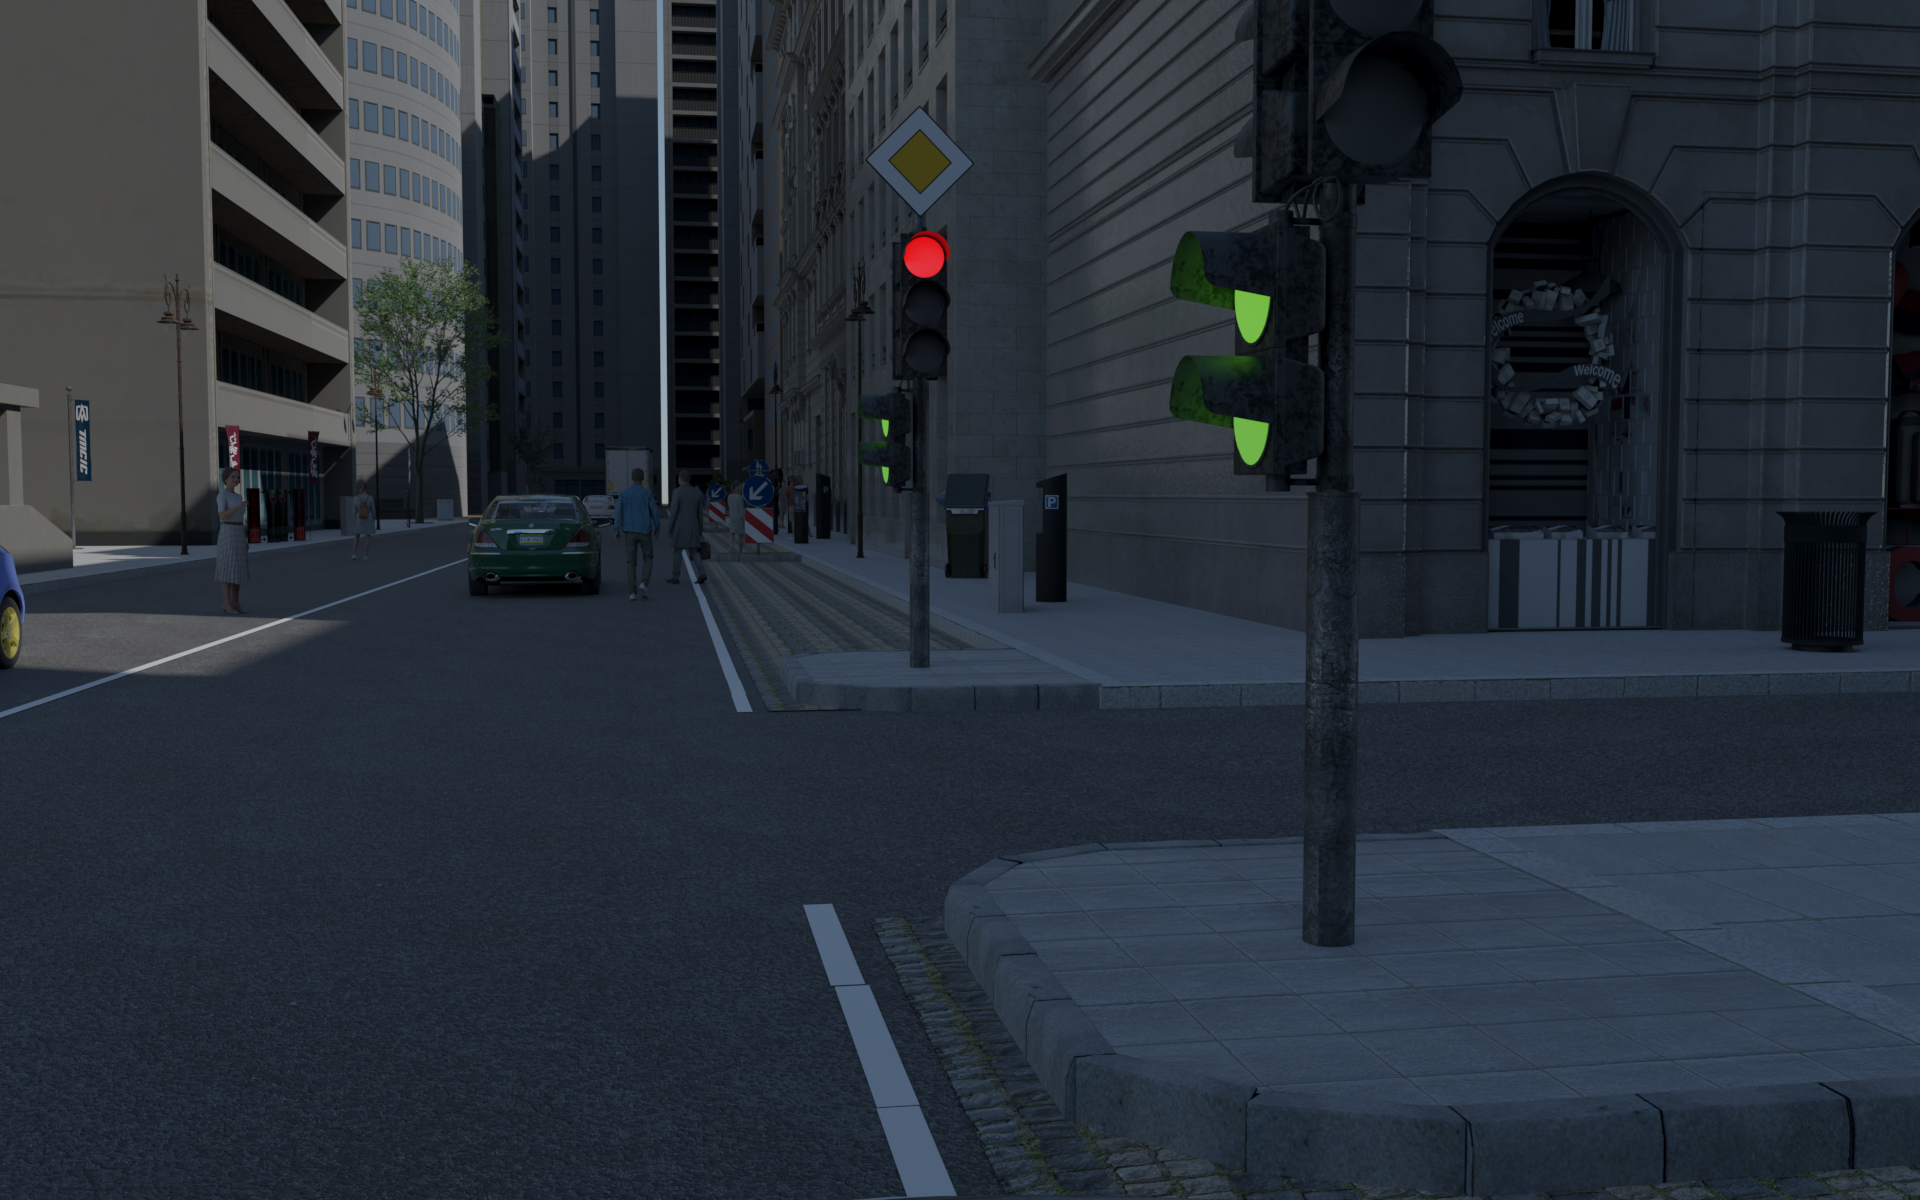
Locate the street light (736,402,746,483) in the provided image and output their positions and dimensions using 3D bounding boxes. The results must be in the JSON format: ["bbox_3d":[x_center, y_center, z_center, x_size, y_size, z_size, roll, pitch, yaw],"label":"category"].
[{"bbox_3d":[-10.976,-6.973,86.791,0.468,5.910,1.993,-1,4,-10],"label":"street light"}]

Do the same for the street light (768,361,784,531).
[{"bbox_3d":[-6.410,-5.354,60.332,0.468,5.910,1.993,-1,4,-10],"label":"street light"}]

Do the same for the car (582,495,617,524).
[{"bbox_3d":[-17.426,-4.372,83.837,2.083,1.381,4.827,-1,4,-8],"label":"car"}]

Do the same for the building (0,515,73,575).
[{"bbox_3d":[-30.121,-20.029,19.352,32.217,40.220,23.993,-1,4,-10],"label":"building"}]

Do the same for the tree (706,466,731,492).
[{"bbox_3d":[-18.036,-8.187,128.462,1.663,3.219,1.824,0,3,0],"label":"tree"}]

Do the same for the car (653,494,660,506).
[{"bbox_3d":[-25.910,-8.185,143.617,2.009,1.686,4.222,-1,4,-11],"label":"car"}]

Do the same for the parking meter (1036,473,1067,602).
[{"bbox_3d":[1.089,-0.748,20.635,0.372,1.533,0.369,0,3,0],"label":"parking meter"}]

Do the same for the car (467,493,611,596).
[{"bbox_3d":[-6.314,-0.866,25.962,2.131,1.459,4.920,-1,4,-11],"label":"car"}]

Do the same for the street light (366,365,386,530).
[{"bbox_3d":[-20.880,-5.456,61.994,0.468,5.910,1.993,-1,4,-10],"label":"street light"}]

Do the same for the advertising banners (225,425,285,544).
[{"bbox_3d":[-18.310,-2.979,44.903,0.090,3.025,2.074,1,4,16],"label":"advertising banners"}]

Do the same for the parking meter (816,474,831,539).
[{"bbox_3d":[-3.901,-2.681,49.546,0.399,1.863,0.255,-3,5,-40],"label":"parking meter"}]

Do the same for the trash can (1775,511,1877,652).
[{"bbox_3d":[7.086,-0.156,14.210,0.748,1.137,0.748,0,3,0],"label":"trash can"}]

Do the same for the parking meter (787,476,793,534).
[{"bbox_3d":[-5.377,-3.089,56.219,0.399,1.863,0.255,1,4,19],"label":"parking meter"}]

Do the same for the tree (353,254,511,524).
[{"bbox_3d":[-23.459,-9.133,75.075,9.928,11.665,9.643,0,3,0],"label":"tree"}]

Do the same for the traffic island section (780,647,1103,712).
[{"bbox_3d":[-0.276,0.577,12.846,2.009,0.180,2.903,-1,4,-10],"label":"traffic island section"}]

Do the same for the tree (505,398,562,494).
[{"bbox_3d":[-32.883,-11.127,132.281,4.360,8.622,3.978,0,3,0],"label":"tree"}]

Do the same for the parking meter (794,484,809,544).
[{"bbox_3d":[-4.110,-2.228,44.833,0.372,1.533,0.369,0,3,0],"label":"parking meter"}]

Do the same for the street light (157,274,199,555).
[{"bbox_3d":[-16.412,-3.895,36.478,0.468,5.910,1.993,-1,4,-10],"label":"street light"}]

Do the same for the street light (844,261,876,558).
[{"bbox_3d":[-1.999,-3.779,34.570,0.468,5.910,1.993,-1,4,-10],"label":"street light"}]

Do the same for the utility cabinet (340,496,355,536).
[{"bbox_3d":[-18.927,-2.593,53.560,0.306,1.237,1.020,-2,4,-28],"label":"utility cabinet"}]

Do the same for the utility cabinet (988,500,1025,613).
[{"bbox_3d":[0.500,-0.487,19.117,0.306,1.237,1.020,0,4,-5],"label":"utility cabinet"}]

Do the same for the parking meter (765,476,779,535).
[{"bbox_3d":[-5.941,-2.998,54.724,0.399,1.863,0.255,1,4,20],"label":"parking meter"}]

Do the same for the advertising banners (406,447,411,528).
[{"bbox_3d":[-20.999,-4.266,65.932,0.090,3.025,2.074,-1,4,-21],"label":"advertising banners"}]

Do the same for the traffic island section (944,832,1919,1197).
[{"bbox_3d":[1.080,1.058,4.977,2.009,0.180,2.903,-1,4,-10],"label":"traffic island section"}]

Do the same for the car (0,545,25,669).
[{"bbox_3d":[-8.381,-0.197,12.805,1.945,1.707,3.694,-1,4,-11],"label":"car"}]

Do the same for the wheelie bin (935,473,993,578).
[{"bbox_3d":[0.105,-1.140,26.545,0.980,1.594,0.693,1,4,11],"label":"wheelie bin"}]

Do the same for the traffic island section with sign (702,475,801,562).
[{"bbox_3d":[-4.464,-1.741,37.088,1.989,1.847,2.006,-1,4,-10],"label":"traffic island section with sign"}]

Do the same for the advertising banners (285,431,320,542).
[{"bbox_3d":[-18.071,-3.124,47.267,0.090,3.025,2.074,1,4,14],"label":"advertising banners"}]

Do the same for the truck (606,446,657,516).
[{"bbox_3d":[-20.369,-7.247,107.399,2.839,4.237,11.283,-1,4,-8],"label":"truck"}]

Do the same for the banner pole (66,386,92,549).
[{"bbox_3d":[-20.549,-3.081,40.388,0.401,3.779,0.863,1,4,15],"label":"banner pole"}]
